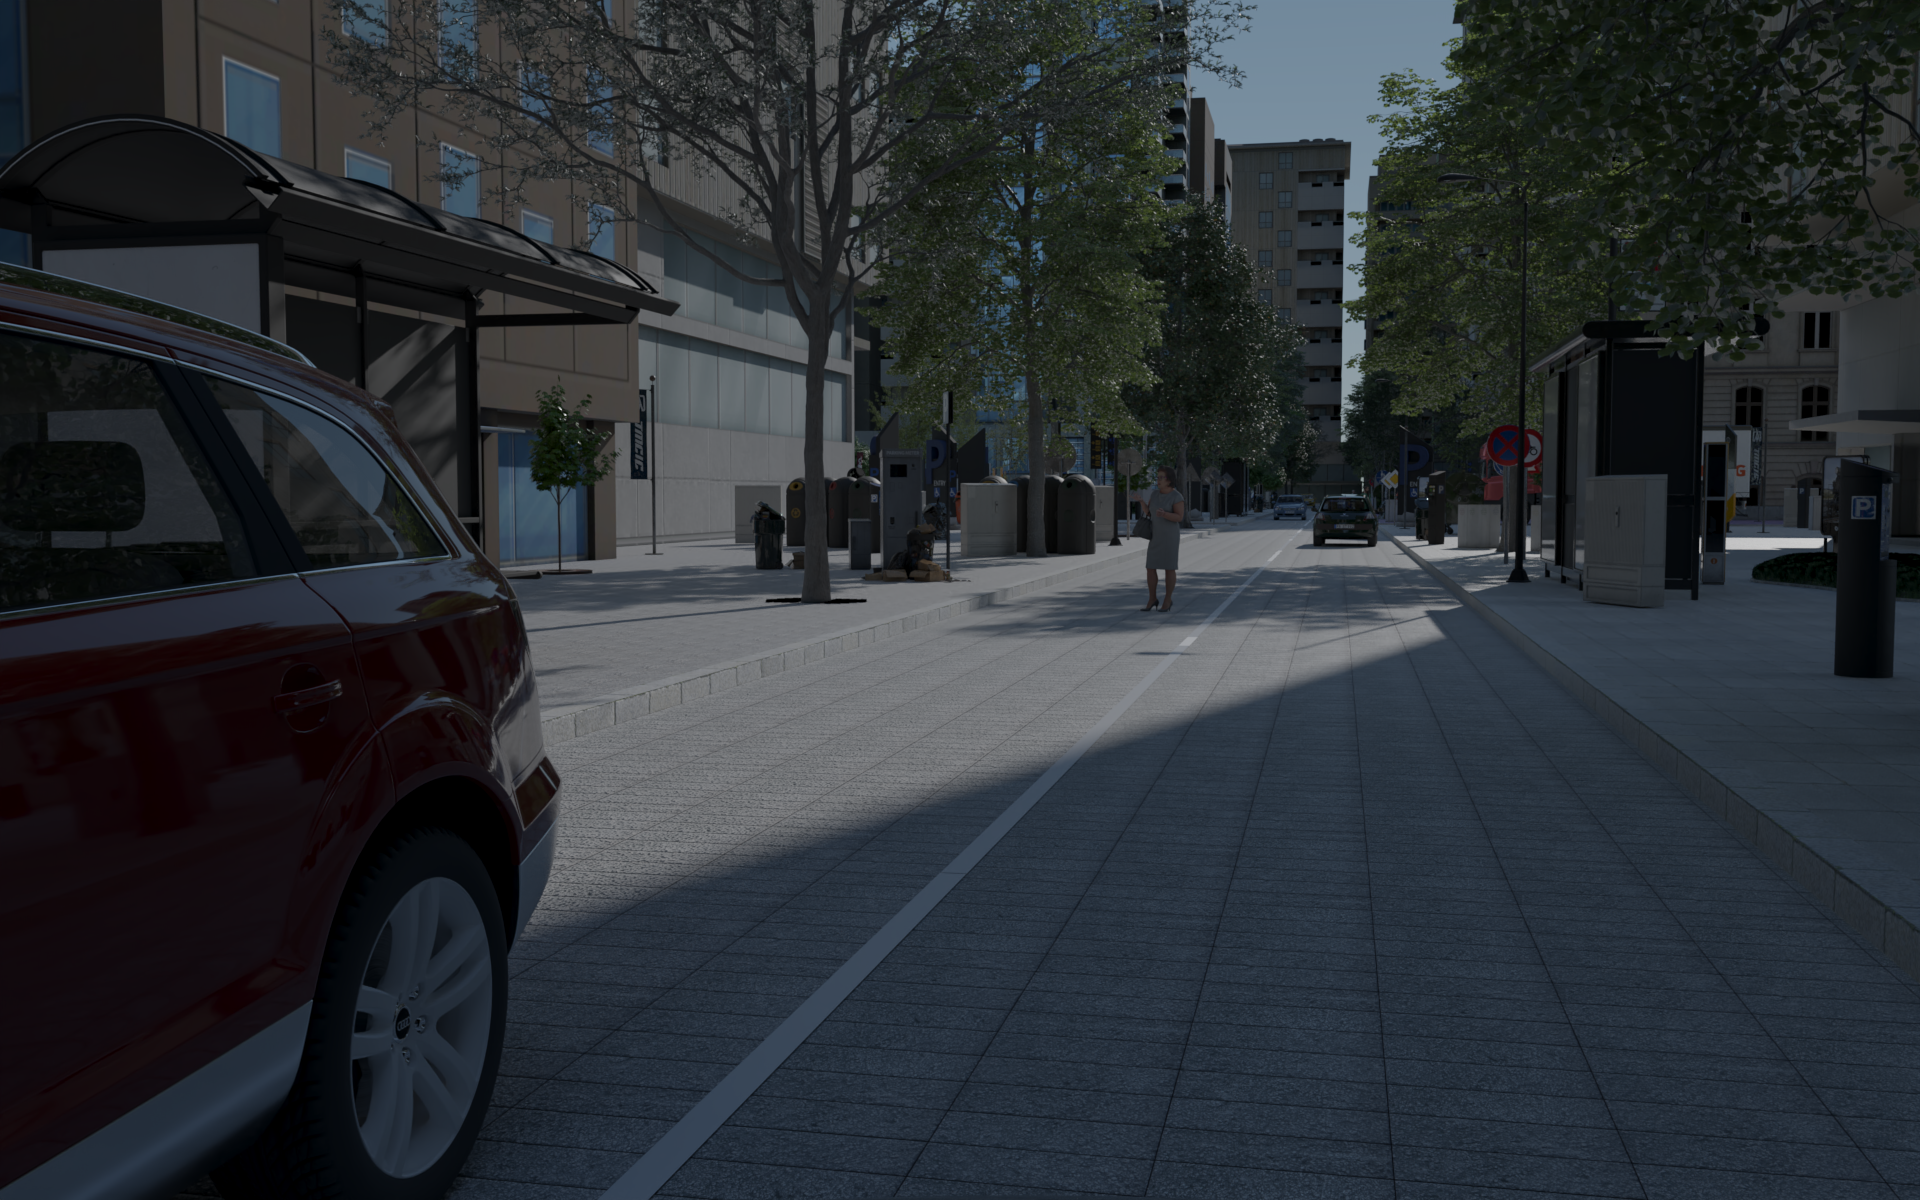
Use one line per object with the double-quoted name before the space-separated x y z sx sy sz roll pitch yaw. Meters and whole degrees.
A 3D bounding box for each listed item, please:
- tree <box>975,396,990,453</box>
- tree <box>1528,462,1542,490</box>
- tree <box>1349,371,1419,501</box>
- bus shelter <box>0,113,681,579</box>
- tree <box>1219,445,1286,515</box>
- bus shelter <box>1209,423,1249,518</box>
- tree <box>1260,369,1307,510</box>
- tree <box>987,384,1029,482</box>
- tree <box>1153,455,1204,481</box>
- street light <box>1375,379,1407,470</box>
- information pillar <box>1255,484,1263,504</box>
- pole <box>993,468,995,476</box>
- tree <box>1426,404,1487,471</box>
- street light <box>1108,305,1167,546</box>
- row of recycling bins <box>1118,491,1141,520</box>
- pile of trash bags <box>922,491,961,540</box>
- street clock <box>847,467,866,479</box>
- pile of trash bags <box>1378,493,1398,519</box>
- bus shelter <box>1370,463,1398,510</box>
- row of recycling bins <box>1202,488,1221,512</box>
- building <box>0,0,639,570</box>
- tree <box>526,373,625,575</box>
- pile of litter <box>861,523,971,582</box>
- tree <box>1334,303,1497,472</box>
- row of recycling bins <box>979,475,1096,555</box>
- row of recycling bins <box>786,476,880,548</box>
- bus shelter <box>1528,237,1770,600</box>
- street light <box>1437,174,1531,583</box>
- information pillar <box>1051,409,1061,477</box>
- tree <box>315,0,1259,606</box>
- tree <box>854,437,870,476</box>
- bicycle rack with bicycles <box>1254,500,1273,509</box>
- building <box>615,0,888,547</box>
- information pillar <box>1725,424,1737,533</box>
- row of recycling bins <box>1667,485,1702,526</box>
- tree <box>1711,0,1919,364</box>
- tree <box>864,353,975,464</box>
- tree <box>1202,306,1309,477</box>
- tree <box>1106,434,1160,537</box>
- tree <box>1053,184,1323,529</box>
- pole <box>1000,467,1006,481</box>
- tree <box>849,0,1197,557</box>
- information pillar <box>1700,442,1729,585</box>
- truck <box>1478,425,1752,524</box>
"tree" 0.368 -10.484 121.779 4.737 8.622 4.395 0 3 0
"tree" 23.091 -4.459 67.503 1.663 3.219 1.824 0 3 0
"tree" 24.401 -9.102 99.179 4.360 8.622 3.978 0 3 0
"bus shelter" -3.894 -1.103 11.957 2.014 3.302 5.546 1 4 12
"tree" 17.439 -7.544 107.056 4.285 4.588 4.351 0 3 0
"bus shelter" 15.228 -7.350 97.810 2.179 5.291 8.768 1 4 12
"tree" 24.823 -13.238 142.200 9.928 11.665 9.643 0 3 0
"tree" 3.598 -10.190 116.962 4.360 8.622 3.978 0 3 0
"tree" 12.780 -7.269 102.560 4.285 4.588 4.351 0 3 0
"street light" 17.458 -5.959 69.967 1.470 5.913 1.316 1 4 12
"information pillar" 21.786 -7.425 125.891 0.304 2.012 0.304 -2 4 -27
"pole" 2.654 -8.691 135.934 0.158 3.312 0.155 0 3 0
"tree" 33.076 -10.115 115.738 4.737 8.622 4.395 0 3 0
"street light" 4.394 -4.294 42.743 1.470 5.913 1.316 1 4 12
"row of recycling bins" 7.796 -4.839 86.222 3.534 1.692 1.069 1 4 19
"pile of trash bags" -0.889 -2.342 48.038 3.447 1.369 1.912 3 5 42
"street clock" -2.811 -2.597 47.026 0.471 2.002 0.358 -1 4 -22
"pile of trash bags" 22.232 -4.777 87.859 1.912 1.369 3.447 1 4 10
"bus shelter" 28.449 -7.446 115.659 2.014 3.302 5.546 1 4 12
"row of recycling bins" 17.619 -7.029 122.039 1.069 1.692 3.534 -3 5 -45
"building" -14.642 -23.104 27.855 14.600 45.320 14.200 1 4 12
"tree" -6.474 -2.027 27.747 1.663 3.219 1.824 0 3 0
"pile of litter" -0.671 -0.714 25.639 1.719 0.858 1.176 3 5 44
"tree" 22.289 -9.086 82.960 7.601 10.594 8.767 0 4 -4
"row of recycling bins" 1.644 -1.889 37.994 1.069 1.692 3.534 -3 5 -40
"row of recycling bins" -3.009 -2.118 41.747 1.069 1.692 3.534 -3 4 -39
"bus shelter" 9.491 -2.896 24.984 2.179 5.291 8.768 1 4 12
"street light" 7.610 -3.219 25.171 1.470 5.913 1.316 1 4 12
"information pillar" 2.609 -3.425 47.351 0.183 3.616 0.504 -1 4 -22
"tree" -1.725 -6.719 20.221 12.009 13.543 11.850 0 3 0
"tree" -5.900 -6.953 97.400 4.285 4.588 4.351 0 3 0
"bicycle rack with bicycles" 25.009 -8.141 146.480 2.925 0.926 2.852 0 4 8
"building" -18.123 -28.347 52.710 27.495 52.752 28.713 1 4 12
"information pillar" 25.508 -4.039 57.391 0.183 3.616 0.504 -1 4 -18
"row of recycling bins" 23.189 -3.099 57.786 1.069 1.692 3.534 -2 4 -32
"tree" 5.232 -5.497 8.009 7.486 12.596 7.792 0 3 0
"tree" -2.429 -8.402 87.729 4.737 8.622 4.395 0 3 0
"tree" 18.945 -12.919 117.885 9.857 13.997 8.962 0 3 0
"tree" 5.017 -3.498 51.798 1.663 3.219 1.824 0 3 0
"tree" 8.260 -9.027 64.597 9.611 12.733 9.660 0 3 0
"pole" 3.195 -8.481 132.511 0.158 3.312 0.155 0 3 0
"tree" 1.245 -7.137 34.824 7.486 12.596 7.792 0 3 0
"information pillar" 10.693 -1.227 24.557 0.304 2.012 0.304 1 4 18
"truck" 26.936 -5.130 72.789 11.283 4.237 2.839 1 4 13
